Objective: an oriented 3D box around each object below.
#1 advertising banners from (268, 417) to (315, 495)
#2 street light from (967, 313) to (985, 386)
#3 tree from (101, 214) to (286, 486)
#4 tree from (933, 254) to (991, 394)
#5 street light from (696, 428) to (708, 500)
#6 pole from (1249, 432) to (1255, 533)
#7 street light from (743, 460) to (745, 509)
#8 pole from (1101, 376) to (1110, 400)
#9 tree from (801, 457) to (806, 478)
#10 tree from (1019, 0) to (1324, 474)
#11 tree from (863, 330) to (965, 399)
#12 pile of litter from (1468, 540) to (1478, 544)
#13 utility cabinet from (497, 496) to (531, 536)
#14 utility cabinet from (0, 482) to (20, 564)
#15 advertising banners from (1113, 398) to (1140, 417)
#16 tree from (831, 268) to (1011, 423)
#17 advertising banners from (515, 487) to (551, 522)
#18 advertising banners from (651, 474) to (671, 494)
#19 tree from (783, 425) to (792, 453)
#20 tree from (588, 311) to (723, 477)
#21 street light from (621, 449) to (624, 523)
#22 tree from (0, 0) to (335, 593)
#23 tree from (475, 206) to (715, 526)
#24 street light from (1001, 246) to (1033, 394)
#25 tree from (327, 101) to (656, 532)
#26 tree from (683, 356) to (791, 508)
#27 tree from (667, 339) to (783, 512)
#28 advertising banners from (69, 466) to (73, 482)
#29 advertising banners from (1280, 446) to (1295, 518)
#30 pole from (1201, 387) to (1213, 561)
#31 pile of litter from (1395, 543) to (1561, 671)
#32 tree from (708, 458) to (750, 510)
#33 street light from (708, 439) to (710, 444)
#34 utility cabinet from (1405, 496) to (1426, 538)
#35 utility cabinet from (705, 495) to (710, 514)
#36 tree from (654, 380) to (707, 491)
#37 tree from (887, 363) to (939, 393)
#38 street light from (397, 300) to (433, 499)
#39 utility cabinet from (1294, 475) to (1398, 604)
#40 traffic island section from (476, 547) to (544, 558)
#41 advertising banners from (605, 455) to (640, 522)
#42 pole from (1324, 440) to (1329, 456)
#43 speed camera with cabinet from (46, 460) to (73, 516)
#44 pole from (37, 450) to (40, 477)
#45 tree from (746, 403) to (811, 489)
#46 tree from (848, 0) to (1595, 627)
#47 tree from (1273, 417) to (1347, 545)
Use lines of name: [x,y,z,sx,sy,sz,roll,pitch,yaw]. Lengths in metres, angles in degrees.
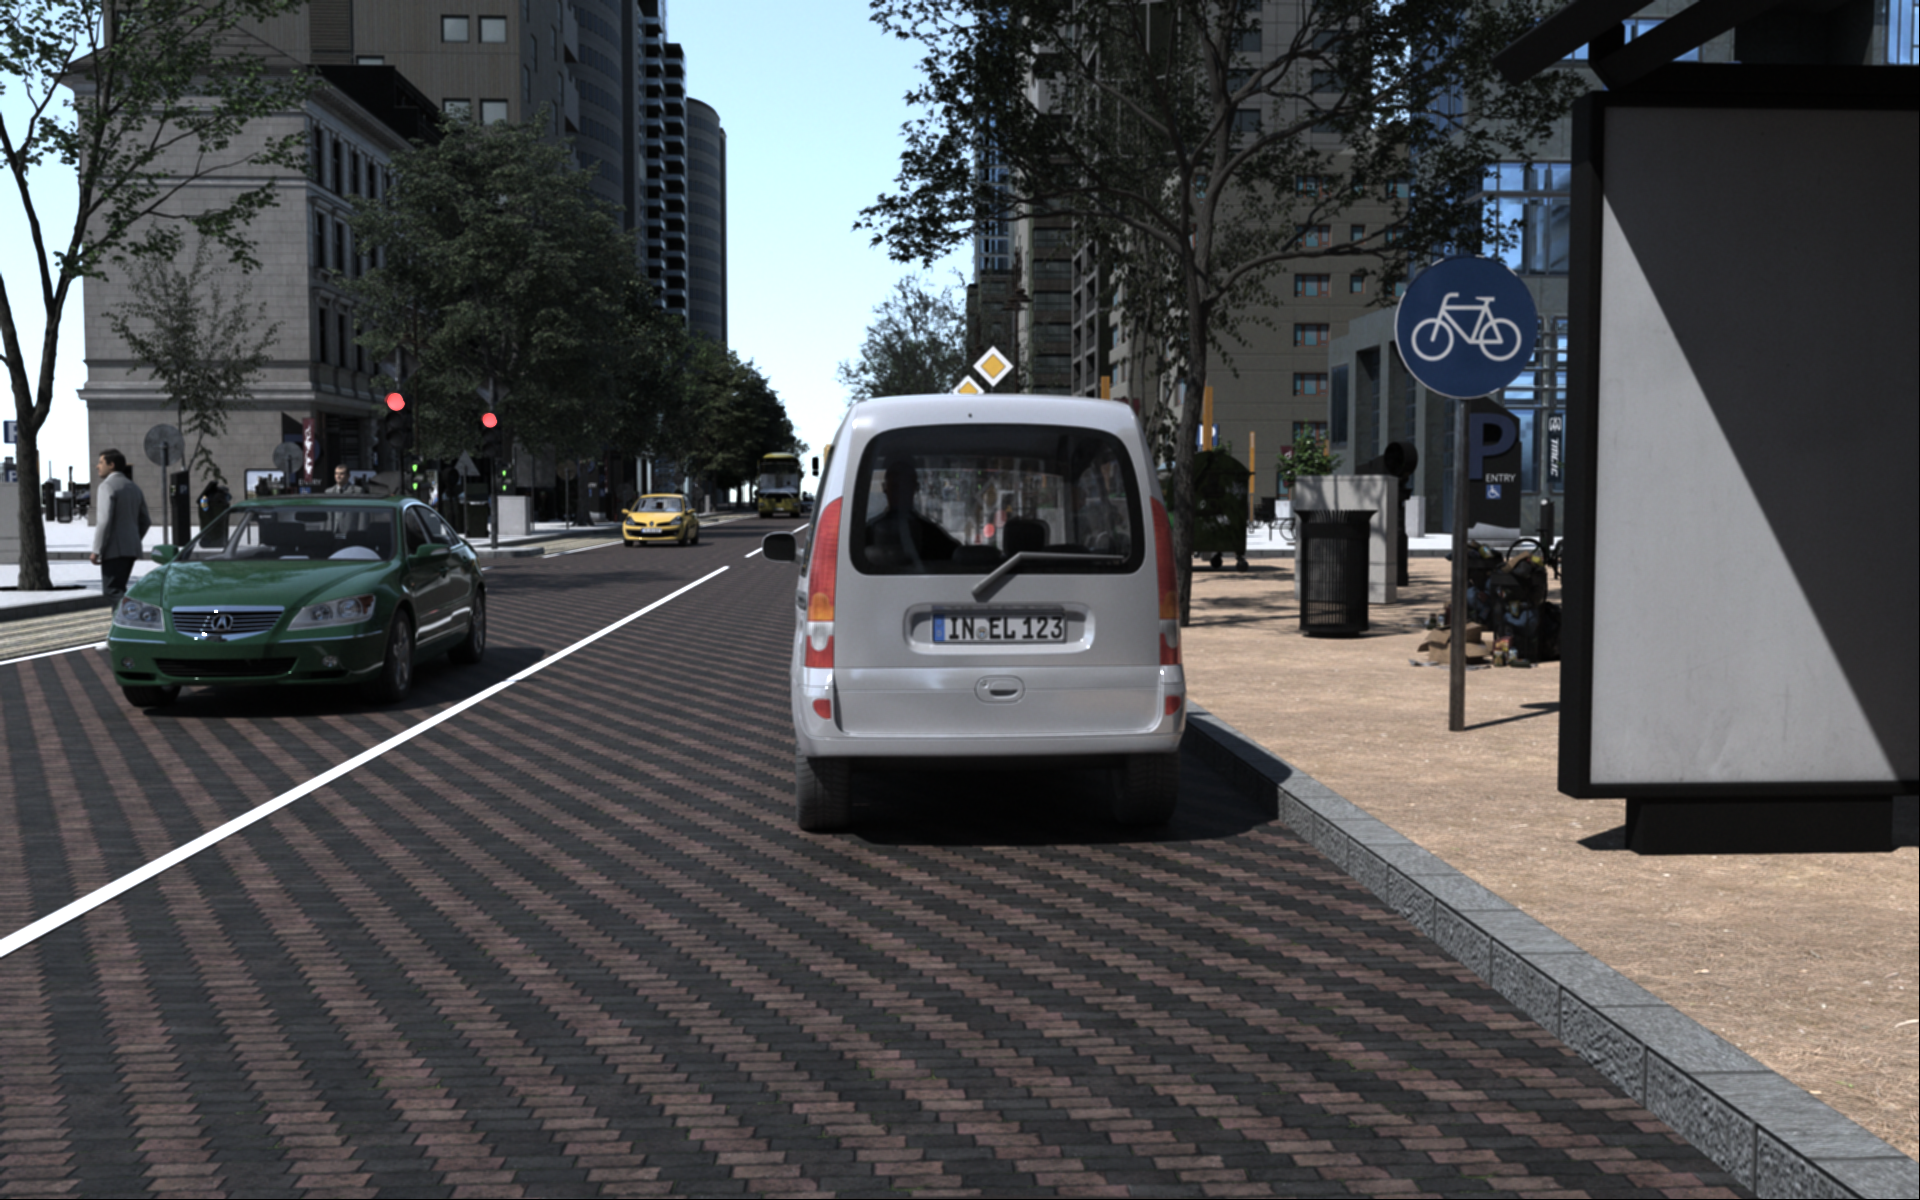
advertising banners: [-15.454,-2.684,40.079,2.074,3.025,0.090,3,5,40]
street light: [0.459,-4.383,44.444,0.468,5.910,1.993,0,4,-3]
tree: [-20.621,-5.879,46.489,4.360,8.622,3.978,0,3,0]
tree: [0.976,-6.299,53.350,4.360,8.622,3.978,0,3,0]
street light: [-16.753,-8.480,111.432,0.468,5.910,1.993,0,4,-3]
pole: [9.554,-3.845,56.707,0.158,3.312,0.155,0,3,0]
street light: [-19.009,-10.972,152.175,0.468,5.910,1.993,0,4,-3]
pole: [2.516,-2.216,30.076,0.158,3.312,0.155,0,3,0]
tree: [-25.582,-19.202,264.313,4.737,8.622,4.395,0,3,0]
tree: [2.804,-4.512,24.138,4.360,8.622,3.978,0,3,0]
tree: [-2.570,-11.173,108.427,9.928,11.665,9.643,0,3,0]
pile of litter: [5.009,-0.152,16.449,1.176,0.858,1.719,-2,4,-33]
utility cabinet: [-13.671,-2.568,53.152,1.020,1.237,0.306,1,4,20]
utility cabinet: [-17.423,-1.401,31.590,1.173,1.500,0.318,-2,4,-25]
advertising banners: [2.277,-2.165,31.590,2.074,3.025,0.090,0,4,-1]
tree: [-2.151,-11.305,95.201,12.009,13.543,11.850,0,3,0]
advertising banners: [-19.651,-5.044,78.650,2.074,3.025,0.090,-2,4,-27]
advertising banners: [-17.738,-6.480,102.139,0.090,3.025,2.074,2,4,30]
tree: [-20.474,-15.562,172.571,7.486,12.596,7.792,0,3,0]
tree: [-17.074,-10.372,95.339,9.928,11.665,9.643,0,3,0]
street light: [-14.890,-6.337,76.393,0.468,5.910,1.993,0,4,-3]
tree: [-12.352,-5.942,22.904,9.928,11.665,9.643,0,3,0]
tree: [-15.005,-9.291,68.913,9.611,12.733,9.660,0,3,0]
street light: [1.061,-3.653,32.510,0.468,5.910,1.993,0,4,-3]
tree: [-14.728,-9.099,55.421,9.857,13.997,8.962,0,3,0]
tree: [-20.431,-15.444,159.170,9.857,13.997,8.962,0,3,0]
tree: [-17.595,-12.758,126.726,7.486,12.596,7.792,0,3,0]
advertising banners: [-55.196,-6.771,106.898,0.090,3.025,2.074,0,4,-2]
advertising banners: [12.618,-4.074,62.792,2.074,3.025,0.090,0,4,-2]
pole: [4.707,-2.393,32.977,0.158,3.312,0.155,0,3,0]
pile of litter: [4.042,0.039,13.325,1.719,0.858,1.176,-2,4,-34]
tree: [-18.305,-9.348,136.554,4.285,4.588,4.351,0,3,0]
street light: [-17.103,-8.813,116.886,0.468,5.910,1.993,0,4,-3]
utility cabinet: [13.161,-2.424,50.801,0.306,1.237,1.020,-2,4,-34]
utility cabinet: [-16.555,-6.258,113.476,0.306,1.237,1.020,-1,4,-10]
tree: [-17.336,-9.535,106.257,4.360,8.622,3.978,0,3,0]
tree: [-4.109,-14.127,147.990,9.611,12.733,9.660,0,3,0]
street light: [-12.965,-4.194,41.358,0.468,5.910,1.993,0,4,-3]
utility cabinet: [4.540,-0.715,20.365,1.173,1.500,0.318,3,5,40]
traffic island section: [-10.862,-1.105,40.344,2.009,0.180,2.903,0,4,-3]
advertising banners: [-15.462,-5.034,78.493,2.074,3.025,0.090,-2,4,-35]
pole: [13.911,-4.401,65.805,0.158,3.312,0.155,0,3,0]
speed camera with cabinet: [-52.422,-6.512,100.812,2.038,3.252,0.660,3,4,38]
pole: [-42.449,-5.255,79.757,0.158,3.312,0.155,0,3,0]
tree: [-22.954,-18.046,212.051,9.611,12.733,9.660,0,3,0]
tree: [2.390,-5.009,16.308,7.601,10.594,8.767,1,4,20]
tree: [8.626,-2.995,43.570,1.663,3.219,1.824,0,3,0]
